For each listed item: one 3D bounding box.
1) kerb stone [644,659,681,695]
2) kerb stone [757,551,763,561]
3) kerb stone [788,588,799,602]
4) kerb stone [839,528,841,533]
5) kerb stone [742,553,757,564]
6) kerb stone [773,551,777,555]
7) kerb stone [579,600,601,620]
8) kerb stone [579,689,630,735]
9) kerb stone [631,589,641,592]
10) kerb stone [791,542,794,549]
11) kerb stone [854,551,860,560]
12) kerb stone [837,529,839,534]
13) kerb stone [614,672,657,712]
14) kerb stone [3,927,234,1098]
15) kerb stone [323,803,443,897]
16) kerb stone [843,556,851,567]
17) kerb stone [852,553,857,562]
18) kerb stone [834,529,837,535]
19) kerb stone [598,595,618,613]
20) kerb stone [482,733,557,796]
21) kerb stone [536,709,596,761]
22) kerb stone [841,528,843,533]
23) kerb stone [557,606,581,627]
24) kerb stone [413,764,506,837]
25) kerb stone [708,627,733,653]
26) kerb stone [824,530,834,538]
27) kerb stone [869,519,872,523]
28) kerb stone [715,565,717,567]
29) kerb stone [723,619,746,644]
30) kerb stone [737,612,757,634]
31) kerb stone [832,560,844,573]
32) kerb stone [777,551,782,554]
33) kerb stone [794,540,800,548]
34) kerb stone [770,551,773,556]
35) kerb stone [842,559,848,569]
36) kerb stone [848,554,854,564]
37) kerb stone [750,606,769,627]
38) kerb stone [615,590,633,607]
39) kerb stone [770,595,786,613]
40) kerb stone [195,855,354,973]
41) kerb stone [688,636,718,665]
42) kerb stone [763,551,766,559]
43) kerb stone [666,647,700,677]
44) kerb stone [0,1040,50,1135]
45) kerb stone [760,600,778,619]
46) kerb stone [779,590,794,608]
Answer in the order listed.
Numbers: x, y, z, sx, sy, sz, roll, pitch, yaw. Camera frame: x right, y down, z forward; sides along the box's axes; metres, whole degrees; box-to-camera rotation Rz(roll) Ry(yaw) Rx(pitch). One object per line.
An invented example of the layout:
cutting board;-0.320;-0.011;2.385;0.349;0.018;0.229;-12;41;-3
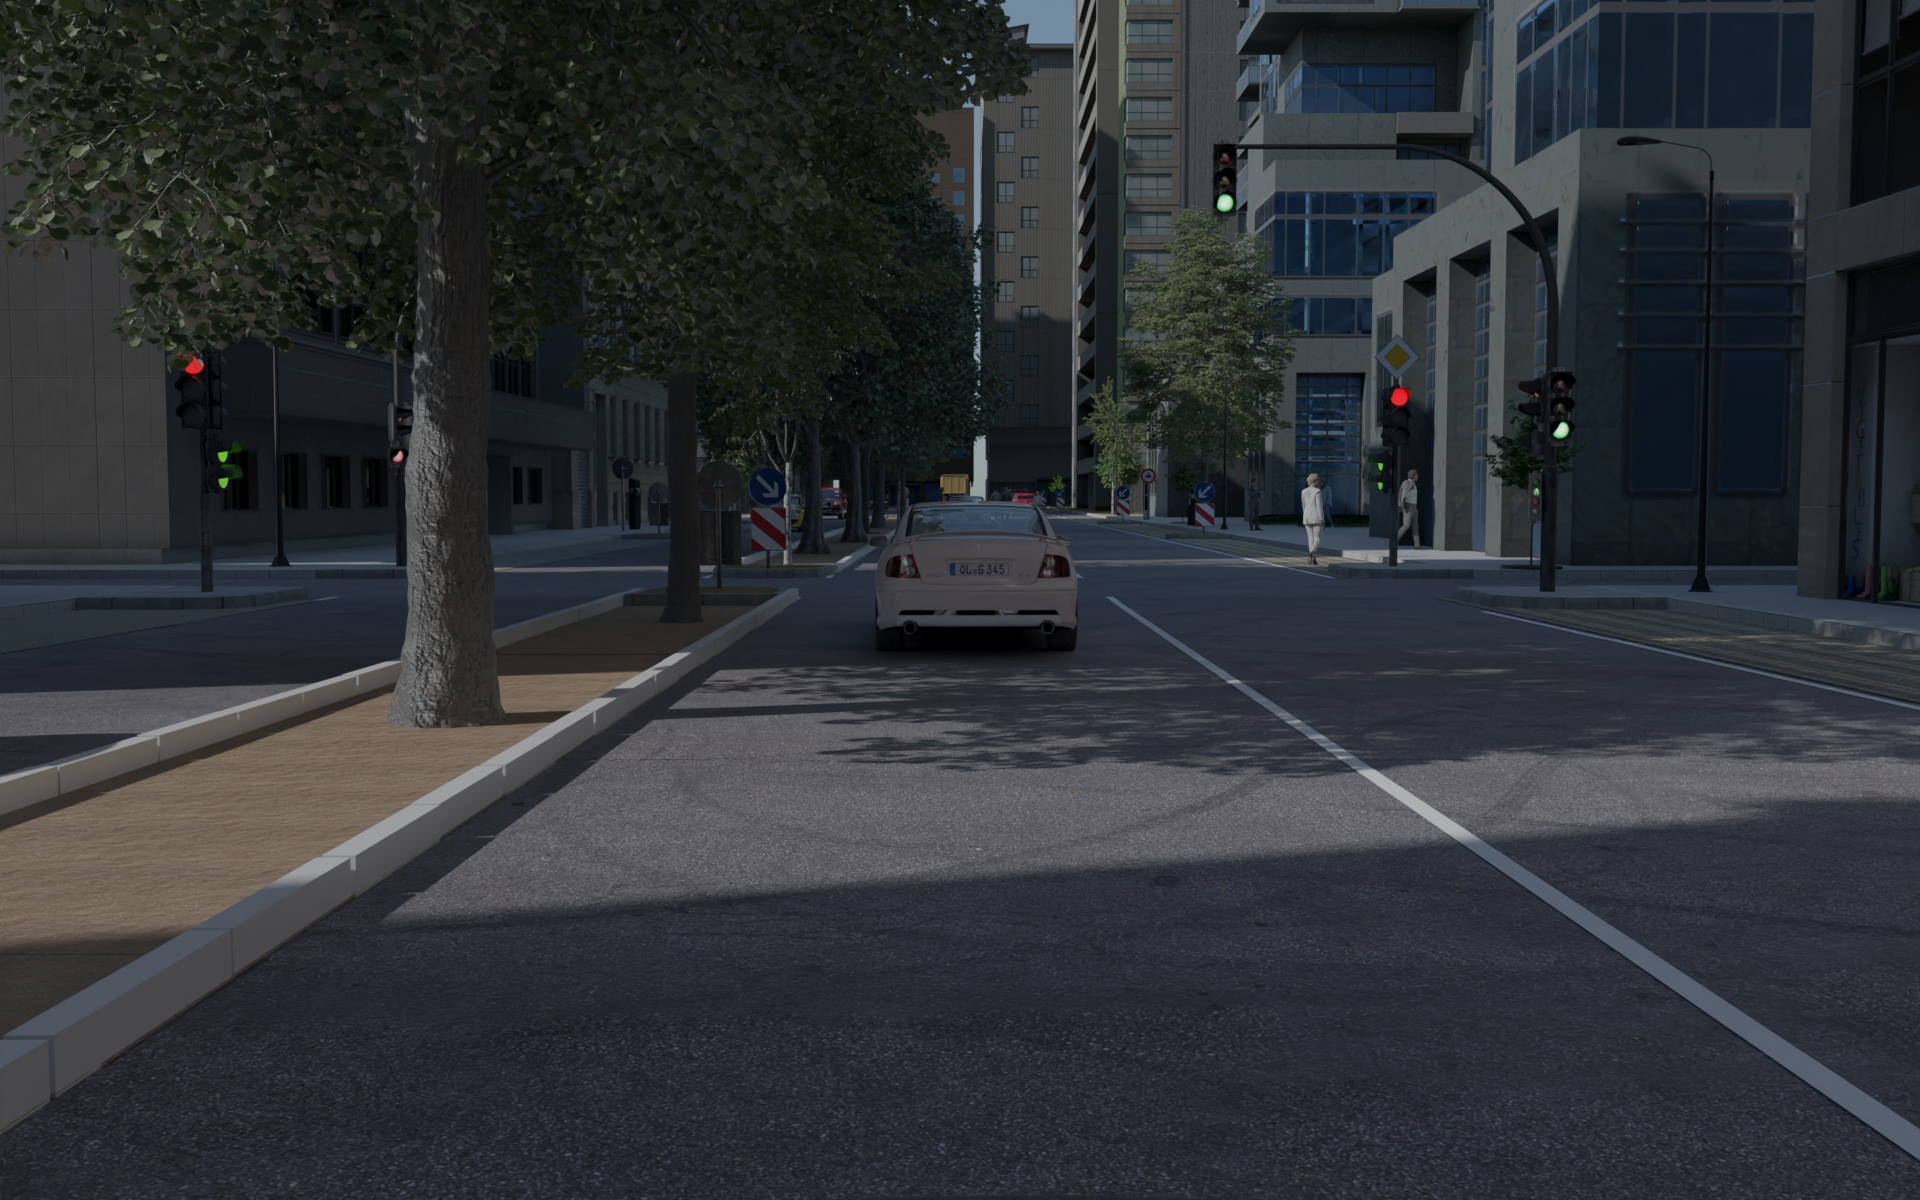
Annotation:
kerb stone;-2.222;0.574;12.809;0.120;0.150;1.000;0;3;0
kerb stone;-4.367;-0.900;36.914;0.120;0.150;1.000;0;3;0
kerb stone;-2.253;-0.052;23.059;0.120;0.150;1.000;0;3;0
kerb stone;-4.427;-2.405;61.516;0.120;0.150;1.000;0;3;0
kerb stone;-4.372;-0.832;35.892;0.120;0.150;1.000;0;3;0
kerb stone;-4.388;-1.089;39.995;0.120;0.150;1.000;0;3;0
kerb stone;-4.331;0.137;19.949;0.120;0.150;1.000;0;3;0
kerb stone;-2.219;0.699;10.764;0.120;0.150;1.000;0;3;0
kerb stone;-4.340;-0.051;23.052;0.120;0.150;1.000;0;3;0
kerb stone;-4.386;-1.339;44.087;0.120;0.150;1.000;0;3;0
kerb stone;-2.274;-0.901;36.927;0.120;0.150;1.000;0;3;0
kerb stone;-4.424;-2.342;60.493;0.120;0.150;1.000;0;3;0
kerb stone;-2.224;0.637;11.787;0.120;0.150;1.000;0;3;0
kerb stone;-2.207;1.076;4.606;0.120;0.150;1.000;0;3;0
kerb stone;-2.207;0.952;6.653;0.120;0.150;1.000;0;3;0
kerb stone;-2.265;-0.711;33.851;0.120;0.150;1.000;0;3;0
kerb stone;-2.275;-0.837;35.898;0.120;0.150;1.000;0;3;0
kerb stone;-4.421;-2.280;59.468;0.120;0.150;1.000;0;3;0
kerb stone;-4.338;0.074;20.985;0.120;0.150;1.000;0;3;0
kerb stone;-2.214;0.825;8.706;0.120;0.150;1.000;0;3;0
kerb stone;-2.223;0.763;9.731;0.120;0.150;1.000;0;3;0
kerb stone;-4.424;-2.467;62.538;0.120;0.150;1.000;0;3;0
kerb stone;-4.338;0.200;18.924;0.120;0.150;1.000;0;3;0
kerb stone;-2.219;0.889;7.684;0.120;0.150;1.000;0;3;0
kerb stone;-2.231;0.387;15.889;0.120;0.150;1.000;0;3;0
kerb stone;-4.421;-2.217;58.445;0.120;0.150;1.000;0;3;0
kerb stone;-4.476;-4.099;89.222;0.120;0.150;1.000;0;3;0
kerb stone;-4.359;-0.585;31.792;0.120;0.150;1.000;0;3;0
kerb stone;-2.232;0.324;16.910;0.120;0.150;1.000;0;3;0
kerb stone;-2.242;0.261;17.935;0.120;0.150;1.000;0;3;0
kerb stone;-2.265;-0.588;31.803;0.120;0.150;1.000;0;3;0
kerb stone;-4.378;-1.151;41.021;0.120;0.150;1.000;0;3;0
kerb stone;-4.394;-1.463;46.134;0.120;0.150;1.000;0;3;0
kerb stone;-4.379;-1.026;38.973;0.120;0.150;1.000;0;3;0
kerb stone;-2.267;-0.644;32.827;0.120;0.150;1.000;0;3;0
kerb stone;-2.271;-0.776;34.876;0.120;0.150;1.000;0;3;0
kerb stone;-2.237;0.199;18.968;0.120;0.150;1.000;0;3;0
kerb stone;-4.350;0.011;22.024;0.120;0.150;1.000;0;3;0
kerb stone;-2.246;0.072;21.013;0.120;0.150;1.000;0;3;0
kerb stone;-2.215;1.016;5.632;0.120;0.150;1.000;0;3;0
kerb stone;-2.230;0.450;14.854;0.120;0.150;1.000;0;3;0
kerb stone;-4.377;-0.963;37.936;0.120;0.150;1.000;0;3;0
kerb stone;-2.232;0.512;13.831;0.120;0.150;1.000;0;3;0
kerb stone;-2.205;1.141;3.583;0.120;0.150;1.000;0;3;0
kerb stone;-2.238;0.135;19.991;0.120;0.150;1.000;0;3;0
kerb stone;-2.251;0.011;22.035;0.120;0.150;1.000;0;3;0
